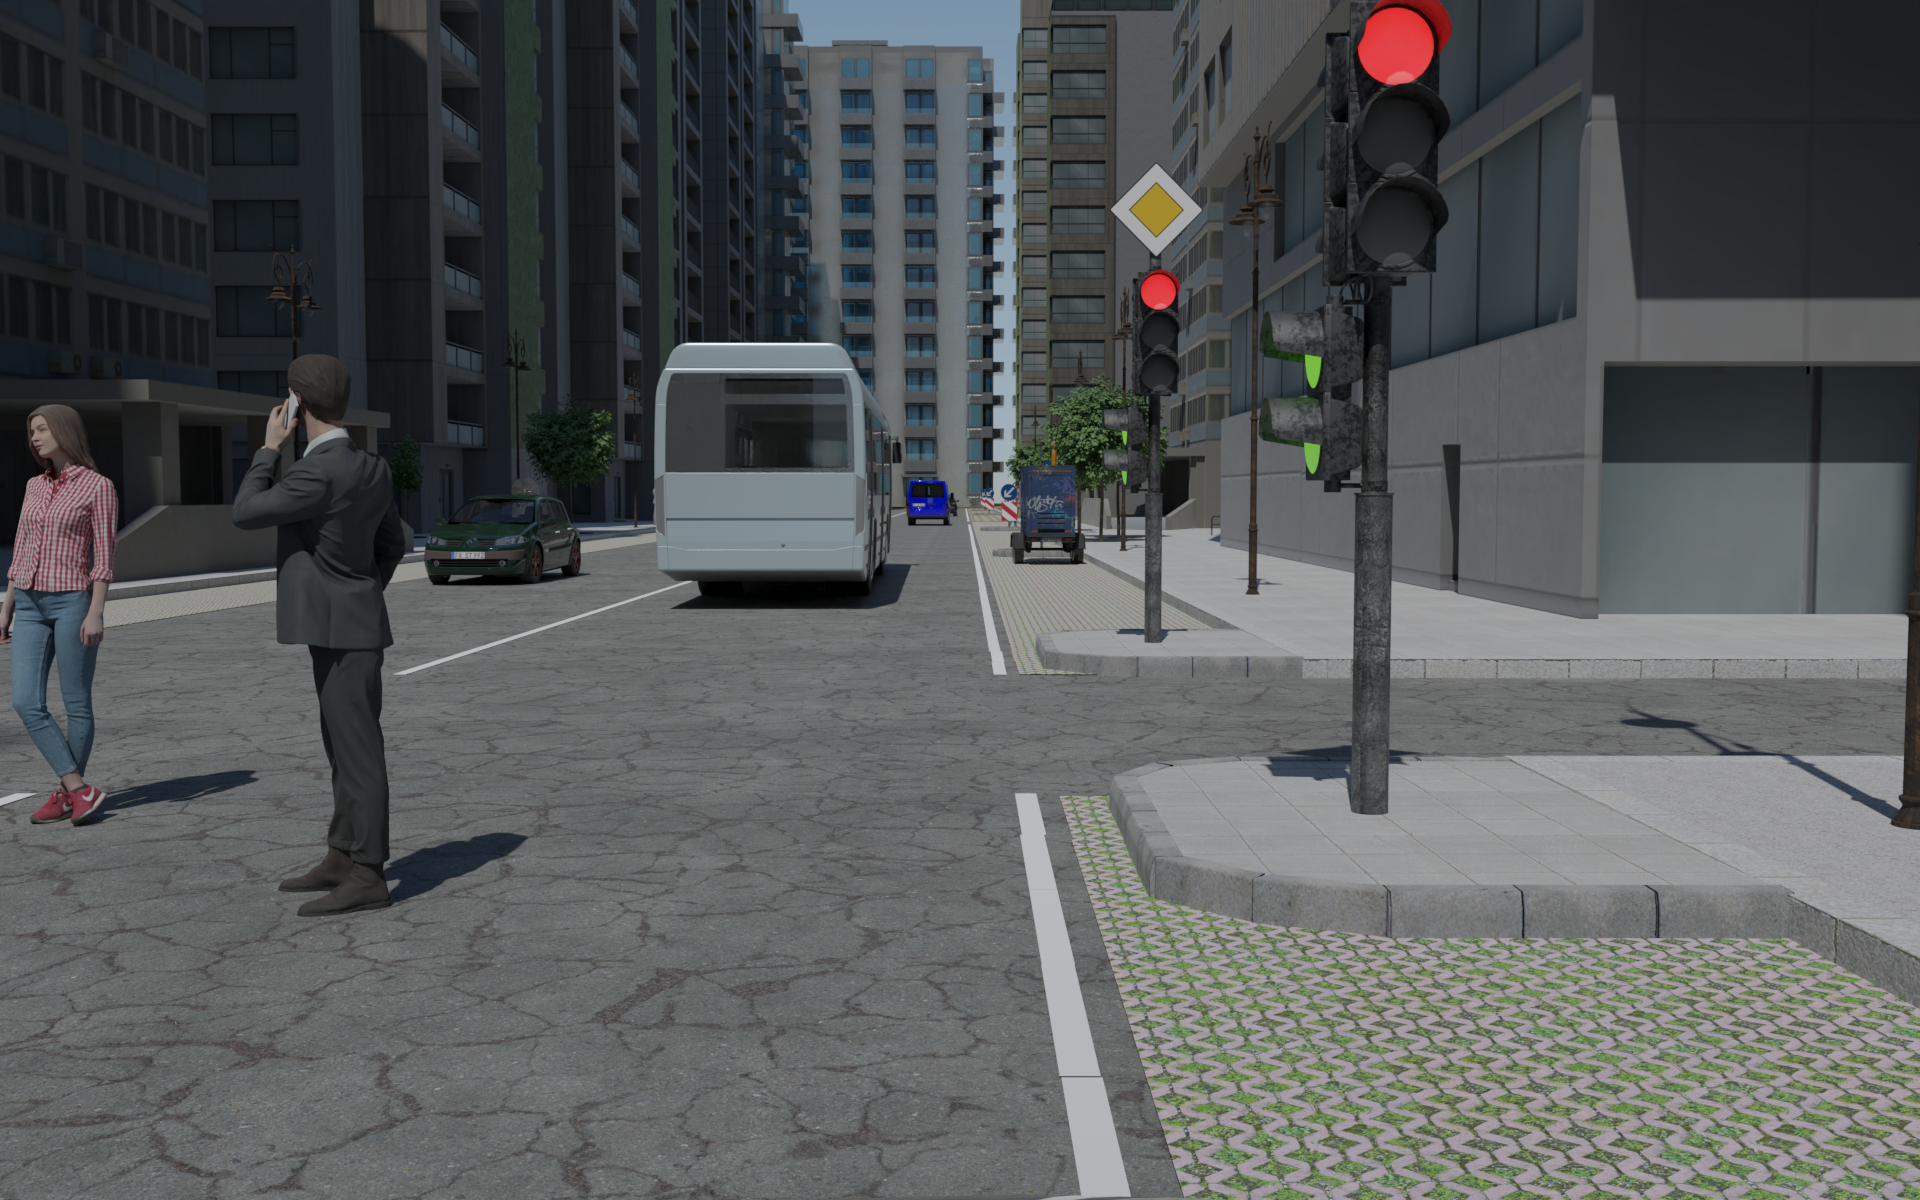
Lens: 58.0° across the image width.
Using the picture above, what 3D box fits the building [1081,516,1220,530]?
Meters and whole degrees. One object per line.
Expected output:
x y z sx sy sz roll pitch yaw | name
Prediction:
21.442 -23.043 68.637 32.217 40.220 23.993 0 3 0 | building

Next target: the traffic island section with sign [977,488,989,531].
1.780 -3.580 67.166 1.989 1.847 2.006 0 3 0 | traffic island section with sign

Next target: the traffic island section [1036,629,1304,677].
1.689 0.447 14.976 2.009 0.180 2.903 0 3 0 | traffic island section

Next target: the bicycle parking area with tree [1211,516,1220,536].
12.222 -3.972 51.938 8.231 4.147 9.016 -1 4 -10 | bicycle parking area with tree

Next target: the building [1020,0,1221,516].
20.705 -26.468 124.639 32.217 40.220 23.993 0 3 0 | building

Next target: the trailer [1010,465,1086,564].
1.784 -1.789 36.296 1.471 1.999 3.904 0 4 -1 | trailer

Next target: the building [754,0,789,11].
-29.300 -32.551 151.822 30.456 49.044 23.786 0 3 0 | building

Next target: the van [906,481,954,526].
-1.424 -4.642 80.275 2.240 2.365 5.245 0 4 1 | van

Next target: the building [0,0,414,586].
-28.303 -20.712 30.519 32.217 40.220 23.993 0 3 0 | building

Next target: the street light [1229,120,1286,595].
3.734 -3.006 21.934 0.468 5.910 1.993 0 3 0 | street light

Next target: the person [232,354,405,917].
-2.202 0.116 5.971 0.474 1.900 0.648 0 4 -6 | person

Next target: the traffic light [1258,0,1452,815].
1.635 -1.098 6.877 0.839 4.253 0.868 0 3 0 | traffic light

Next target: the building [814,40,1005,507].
-10.591 -34.628 185.768 30.456 49.044 23.786 0 3 0 | building

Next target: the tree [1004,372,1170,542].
3.743 -3.856 46.753 4.285 4.588 4.351 0 3 0 | tree

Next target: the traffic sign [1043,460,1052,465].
3.464 -4.008 65.640 0.768 2.556 0.104 0 4 7 | traffic sign

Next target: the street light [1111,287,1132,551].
3.678 -4.040 38.838 0.468 5.910 1.993 0 3 0 | street light

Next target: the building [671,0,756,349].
-22.828 -41.691 119.905 20.563 71.187 20.611 0 3 0 | building

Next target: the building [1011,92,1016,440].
20.787 -34.621 185.669 30.456 49.044 23.786 0 3 0 | building

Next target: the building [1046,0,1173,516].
12.175 -20.397 105.186 14.160 30.474 14.107 0 3 0 | building

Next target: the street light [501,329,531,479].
-12.409 -4.636 48.589 0.468 5.910 1.993 0 3 0 | street light

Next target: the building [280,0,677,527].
-21.234 -24.215 79.509 14.154 41.232 14.086 0 3 0 | building

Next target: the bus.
-2.521 -2.009 27.704 2.948 3.499 13.247 0 4 -1 | bus

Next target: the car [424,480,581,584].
-7.581 -1.171 28.930 2.009 1.686 4.222 0 4 2 | car

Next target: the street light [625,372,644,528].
-12.336 -5.685 65.733 0.468 5.910 1.993 0 3 0 | street light

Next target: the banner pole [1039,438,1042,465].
3.559 -5.298 76.647 0.401 3.779 0.863 0 4 1 | banner pole

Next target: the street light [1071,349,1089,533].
3.814 -5.037 55.137 0.468 5.910 1.993 0 3 0 | street light

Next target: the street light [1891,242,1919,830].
3.697 -2.062 6.509 0.468 5.910 1.993 0 3 0 | street light

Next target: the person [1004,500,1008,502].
4.318 -9.550 163.649 0.593 1.643 0.415 0 4 2 | person

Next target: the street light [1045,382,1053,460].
3.790 -6.057 71.816 0.468 5.910 1.993 0 3 0 | street light

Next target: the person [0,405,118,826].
-3.968 0.057 7.584 0.555 1.821 0.388 0 4 2 | person

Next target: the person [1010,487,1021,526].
2.267 -3.786 71.241 0.643 1.720 0.563 0 4 2 | person

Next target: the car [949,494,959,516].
-1.041 -6.278 112.433 2.009 1.686 4.222 0 4 1 | car

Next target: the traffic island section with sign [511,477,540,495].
-10.088 -1.913 39.901 1.989 1.847 2.006 0 3 0 | traffic island section with sign

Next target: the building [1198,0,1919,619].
18.639 -26.787 27.200 27.495 52.752 28.713 0 3 0 | building

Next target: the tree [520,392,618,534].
-12.564 -4.425 56.066 4.285 4.588 4.351 0 3 0 | tree

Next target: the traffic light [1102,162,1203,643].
1.649 -1.587 14.862 0.839 4.253 0.868 0 3 0 | traffic light

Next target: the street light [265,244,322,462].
-12.372 -3.639 32.289 0.468 5.910 1.993 0 3 0 | street light

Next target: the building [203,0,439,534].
-22.638 -22.867 57.467 14.154 41.232 14.086 0 3 0 | building

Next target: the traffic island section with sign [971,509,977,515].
1.871 -6.630 117.036 1.989 1.847 2.006 0 3 0 | traffic island section with sign

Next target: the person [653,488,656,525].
-12.432 -3.987 71.409 0.466 1.800 0.511 -1 4 -16 | person

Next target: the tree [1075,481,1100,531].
4.101 -4.042 60.688 1.663 3.219 1.824 0 3 0 | tree

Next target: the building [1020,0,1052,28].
11.911 -28.137 143.627 14.154 41.232 14.086 0 3 0 | building

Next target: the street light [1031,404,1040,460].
3.882 -7.127 89.321 0.468 5.910 1.993 0 3 0 | street light

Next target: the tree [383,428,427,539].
-16.016 -3.411 50.379 1.663 3.219 1.824 0 3 0 | tree

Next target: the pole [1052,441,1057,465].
3.545 -4.363 65.177 0.158 3.312 0.155 0 3 0 | pole

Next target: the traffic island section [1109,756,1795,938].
1.675 0.935 6.991 2.009 0.180 2.903 0 3 0 | traffic island section

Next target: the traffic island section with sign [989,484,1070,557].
1.744 -1.908 39.819 1.989 1.847 2.006 0 3 0 | traffic island section with sign
